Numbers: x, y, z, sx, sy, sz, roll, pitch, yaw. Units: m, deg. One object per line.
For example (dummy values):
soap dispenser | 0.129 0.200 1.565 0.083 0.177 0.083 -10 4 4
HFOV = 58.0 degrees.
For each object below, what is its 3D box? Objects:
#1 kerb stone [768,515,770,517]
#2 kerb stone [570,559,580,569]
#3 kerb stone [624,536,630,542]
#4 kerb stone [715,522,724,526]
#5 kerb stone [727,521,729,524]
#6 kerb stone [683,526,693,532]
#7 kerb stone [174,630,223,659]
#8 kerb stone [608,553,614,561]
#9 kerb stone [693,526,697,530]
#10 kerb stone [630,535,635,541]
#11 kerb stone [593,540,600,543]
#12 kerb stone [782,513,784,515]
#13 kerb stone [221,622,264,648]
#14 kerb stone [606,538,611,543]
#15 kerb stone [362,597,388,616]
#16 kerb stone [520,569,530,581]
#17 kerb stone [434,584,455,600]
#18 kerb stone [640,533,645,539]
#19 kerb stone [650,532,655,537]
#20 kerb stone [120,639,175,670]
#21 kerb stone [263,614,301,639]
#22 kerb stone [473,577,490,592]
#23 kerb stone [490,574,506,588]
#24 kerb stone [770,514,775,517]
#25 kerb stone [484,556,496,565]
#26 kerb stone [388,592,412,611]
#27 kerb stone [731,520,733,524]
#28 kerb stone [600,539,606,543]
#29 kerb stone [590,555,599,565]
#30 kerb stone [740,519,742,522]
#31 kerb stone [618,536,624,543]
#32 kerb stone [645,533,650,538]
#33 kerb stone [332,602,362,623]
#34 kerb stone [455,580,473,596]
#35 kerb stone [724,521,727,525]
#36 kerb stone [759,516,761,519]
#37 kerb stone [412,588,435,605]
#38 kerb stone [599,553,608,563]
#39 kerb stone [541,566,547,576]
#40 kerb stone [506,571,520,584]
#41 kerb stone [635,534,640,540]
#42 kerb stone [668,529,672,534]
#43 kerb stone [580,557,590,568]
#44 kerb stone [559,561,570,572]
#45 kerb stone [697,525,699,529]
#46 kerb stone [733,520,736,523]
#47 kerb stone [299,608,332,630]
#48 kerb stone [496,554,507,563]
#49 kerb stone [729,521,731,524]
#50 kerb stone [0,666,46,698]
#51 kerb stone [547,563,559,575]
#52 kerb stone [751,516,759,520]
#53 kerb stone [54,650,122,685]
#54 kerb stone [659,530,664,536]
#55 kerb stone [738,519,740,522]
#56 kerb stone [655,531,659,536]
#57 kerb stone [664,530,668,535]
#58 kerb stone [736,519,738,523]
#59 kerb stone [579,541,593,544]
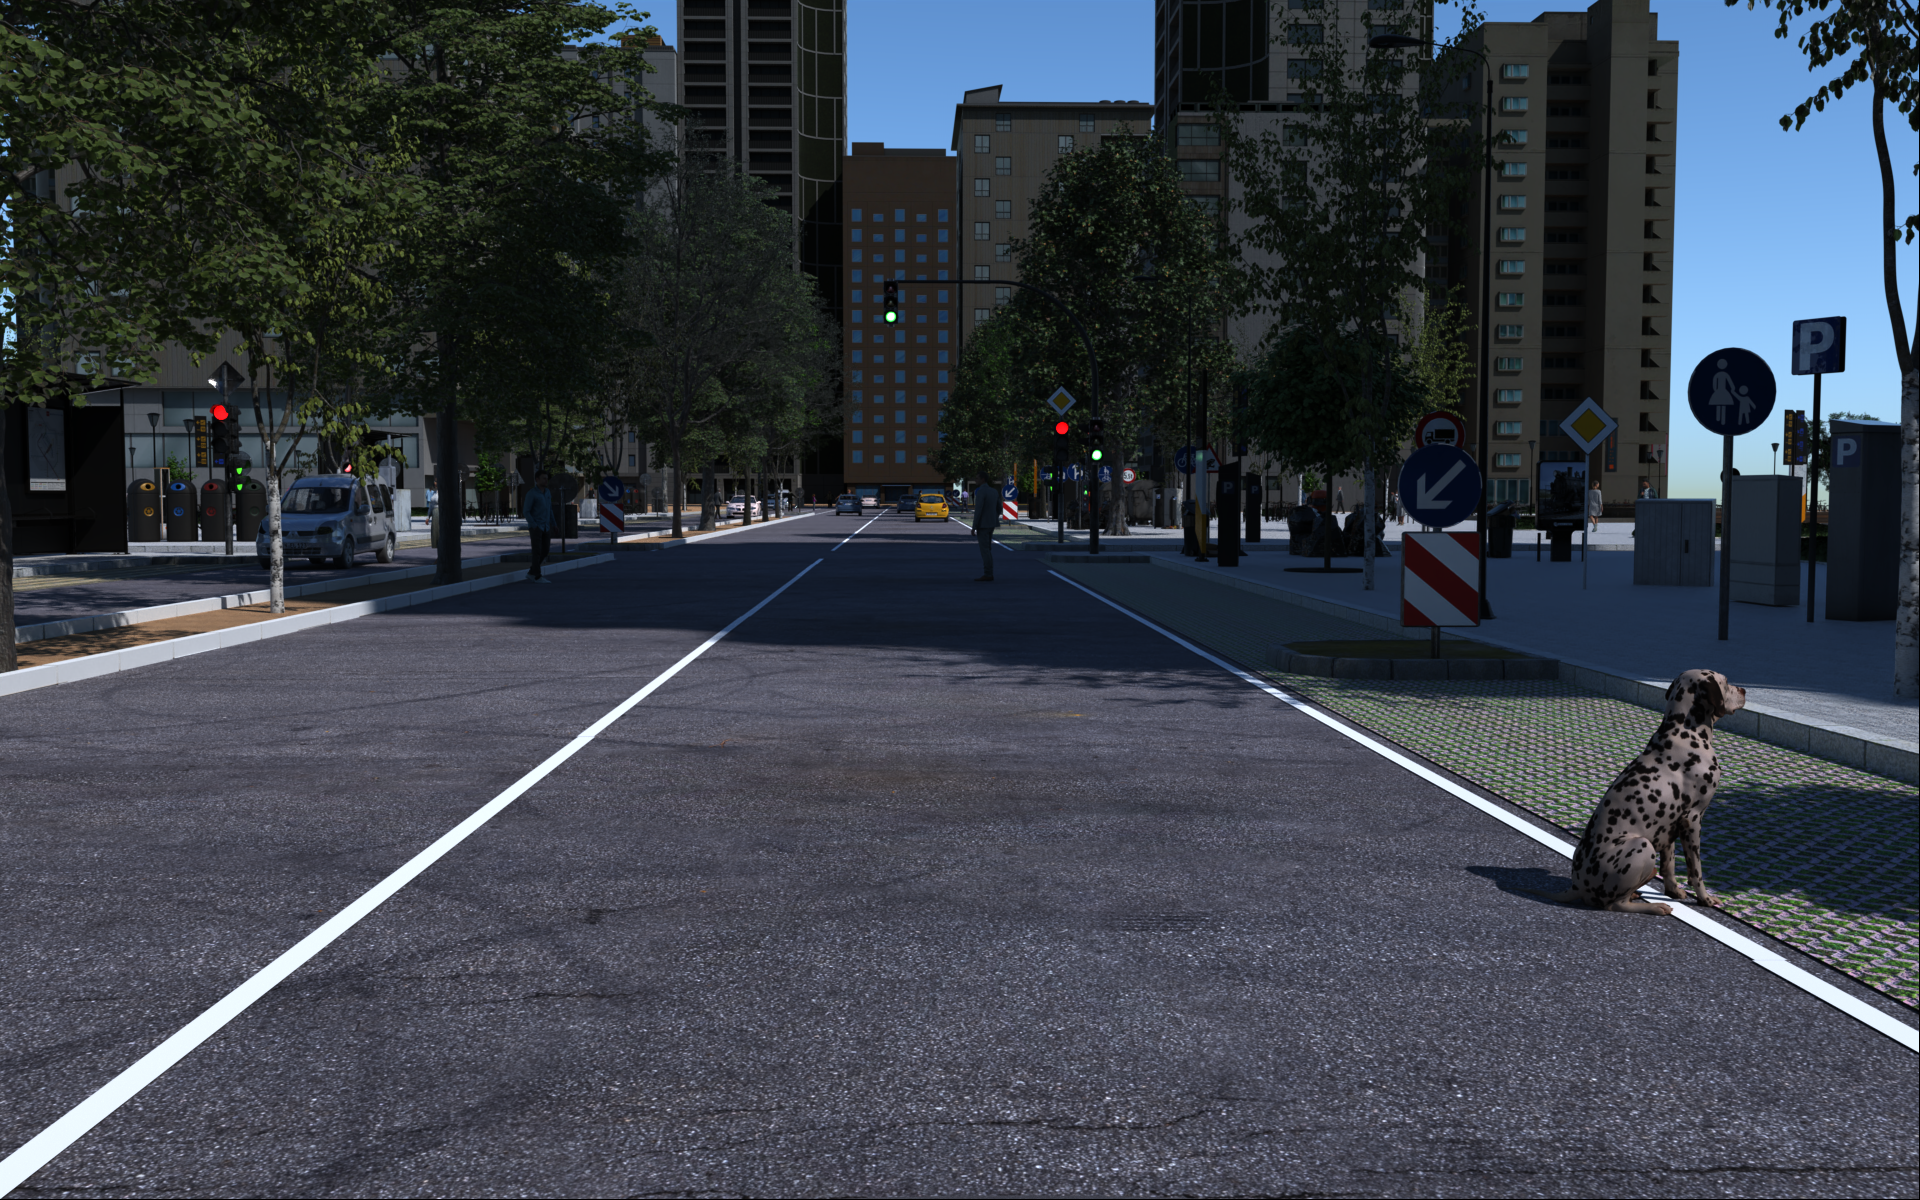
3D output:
kerb stone | -11.695 -5.014 104.191 0.120 0.150 1.000 0 4 -2
kerb stone | -7.444 -0.661 33.003 0.120 0.150 1.000 0 4 -2
kerb stone | -10.112 -1.811 51.906 0.120 0.150 1.000 0 4 -2
kerb stone | -10.924 -3.444 78.555 0.120 0.150 1.000 0 4 -2
kerb stone | -10.980 -3.572 80.600 0.120 0.150 1.000 0 4 -2
kerb stone | -10.575 -2.747 67.273 0.120 0.150 1.000 0 4 -2
kerb stone | -6.908 0.407 15.558 0.120 0.150 1.000 0 4 -2
kerb stone | -7.562 -0.910 37.105 0.120 0.150 1.000 0 4 -2
kerb stone | -10.608 -2.818 68.301 0.120 0.150 1.000 0 4 -2
kerb stone | -10.148 -1.879 52.927 0.120 0.150 1.000 0 4 -2
kerb stone | -9.955 -1.504 46.793 0.120 0.150 1.000 0 4 -2
kerb stone | -12.131 -5.890 118.539 0.120 0.150 1.000 0 4 -2
kerb stone | -6.940 0.344 16.579 0.120 0.150 1.000 0 4 -2
kerb stone | -10.018 -1.629 48.837 0.120 0.150 1.000 0 4 -2
kerb stone | -7.071 0.093 20.676 0.120 0.150 1.000 0 4 -2
kerb stone | -7.321 -0.409 28.887 0.120 0.150 1.000 0 4 -2
kerb stone | -7.159 -0.095 23.763 0.120 0.150 1.000 0 4 -2
kerb stone | -10.202 -2.000 54.974 0.120 0.150 1.000 0 4 -2
kerb stone | -10.265 -2.130 57.024 0.120 0.150 1.000 0 4 -2
kerb stone | -6.876 0.469 14.528 0.120 0.150 1.000 0 4 -2
kerb stone | -6.965 0.282 17.601 0.120 0.150 1.000 0 4 -2
kerb stone | -7.220 -0.221 25.807 0.120 0.150 1.000 0 4 -2
kerb stone | -7.256 -0.284 26.833 0.120 0.150 1.000 0 4 -2
kerb stone | -11.856 -5.325 109.302 0.120 0.150 1.000 0 4 -2
kerb stone | -9.603 -0.781 34.983 0.120 0.150 1.000 0 4 -2
kerb stone | -7.102 0.031 21.715 0.120 0.150 1.000 0 4 -2
kerb stone | -11.044 -3.697 82.661 0.120 0.150 1.000 0 4 -2
kerb stone | -9.995 -1.565 47.815 0.120 0.150 1.000 0 4 -2
kerb stone | -7.504 -0.784 35.053 0.120 0.150 1.000 0 4 -2
kerb stone | -11.167 -3.949 86.765 0.120 0.150 1.000 0 4 -2
kerb stone | -10.085 -1.752 50.884 0.120 0.150 1.000 0 4 -2
kerb stone | -10.235 -2.068 56.000 0.120 0.150 1.000 0 4 -2
kerb stone | -7.031 0.156 19.645 0.120 0.150 1.000 0 4 -2
kerb stone | -7.193 -0.157 24.784 0.120 0.150 1.000 0 4 -2
kerb stone | -10.950 -3.510 79.577 0.120 0.150 1.000 0 4 -2
kerb stone | -11.506 -4.639 98.047 0.120 0.150 1.000 0 4 -2
kerb stone | -7.128 -0.029 22.737 0.120 0.150 1.000 0 4 -2
kerb stone | -7.530 -0.843 36.075 0.120 0.150 1.000 0 4 -2
kerb stone | -7.342 -0.472 29.909 0.120 0.150 1.000 0 4 -2
kerb stone | -7.285 -0.344 27.855 0.120 0.150 1.000 0 4 -2
kerb stone | -10.174 -1.942 53.952 0.120 0.150 1.000 0 4 -2
kerb stone | -10.397 -2.381 61.124 0.120 0.150 1.000 0 4 -2
kerb stone | -7.468 -0.723 34.027 0.120 0.150 1.000 0 4 -2
kerb stone | -7.404 -0.598 31.971 0.120 0.150 1.000 0 4 -2
kerb stone | -10.641 -2.876 69.323 0.120 0.150 1.000 0 4 -2
kerb stone | -11.076 -3.759 83.689 0.120 0.150 1.000 0 4 -2
kerb stone | -7.005 0.219 18.623 0.120 0.150 1.000 0 4 -2
kerb stone | -9.622 -0.845 36.005 0.120 0.150 1.000 0 4 -2
kerb stone | -11.004 -3.635 81.630 0.120 0.150 1.000 0 4 -2
kerb stone | -6.818 0.598 12.479 0.120 0.150 1.000 0 4 -2
kerb stone | -7.374 -0.530 30.946 0.120 0.150 1.000 0 4 -2
kerb stone | -11.478 -4.568 97.023 0.120 0.150 1.000 0 4 -2
kerb stone | -6.846 0.532 13.501 0.120 0.150 1.000 0 4 -2
kerb stone | -10.328 -2.256 59.081 0.120 0.150 1.000 0 4 -2
kerb stone | -11.144 -3.885 85.735 0.120 0.150 1.000 0 4 -2
kerb stone | -10.302 -2.194 58.059 0.120 0.150 1.000 0 4 -2
kerb stone | -10.361 -2.318 60.103 0.120 0.150 1.000 0 4 -2
kerb stone | -11.102 -3.824 84.713 0.120 0.150 1.000 0 4 -2
kerb stone | -9.925 -1.442 45.770 0.120 0.150 1.000 0 4 -2
